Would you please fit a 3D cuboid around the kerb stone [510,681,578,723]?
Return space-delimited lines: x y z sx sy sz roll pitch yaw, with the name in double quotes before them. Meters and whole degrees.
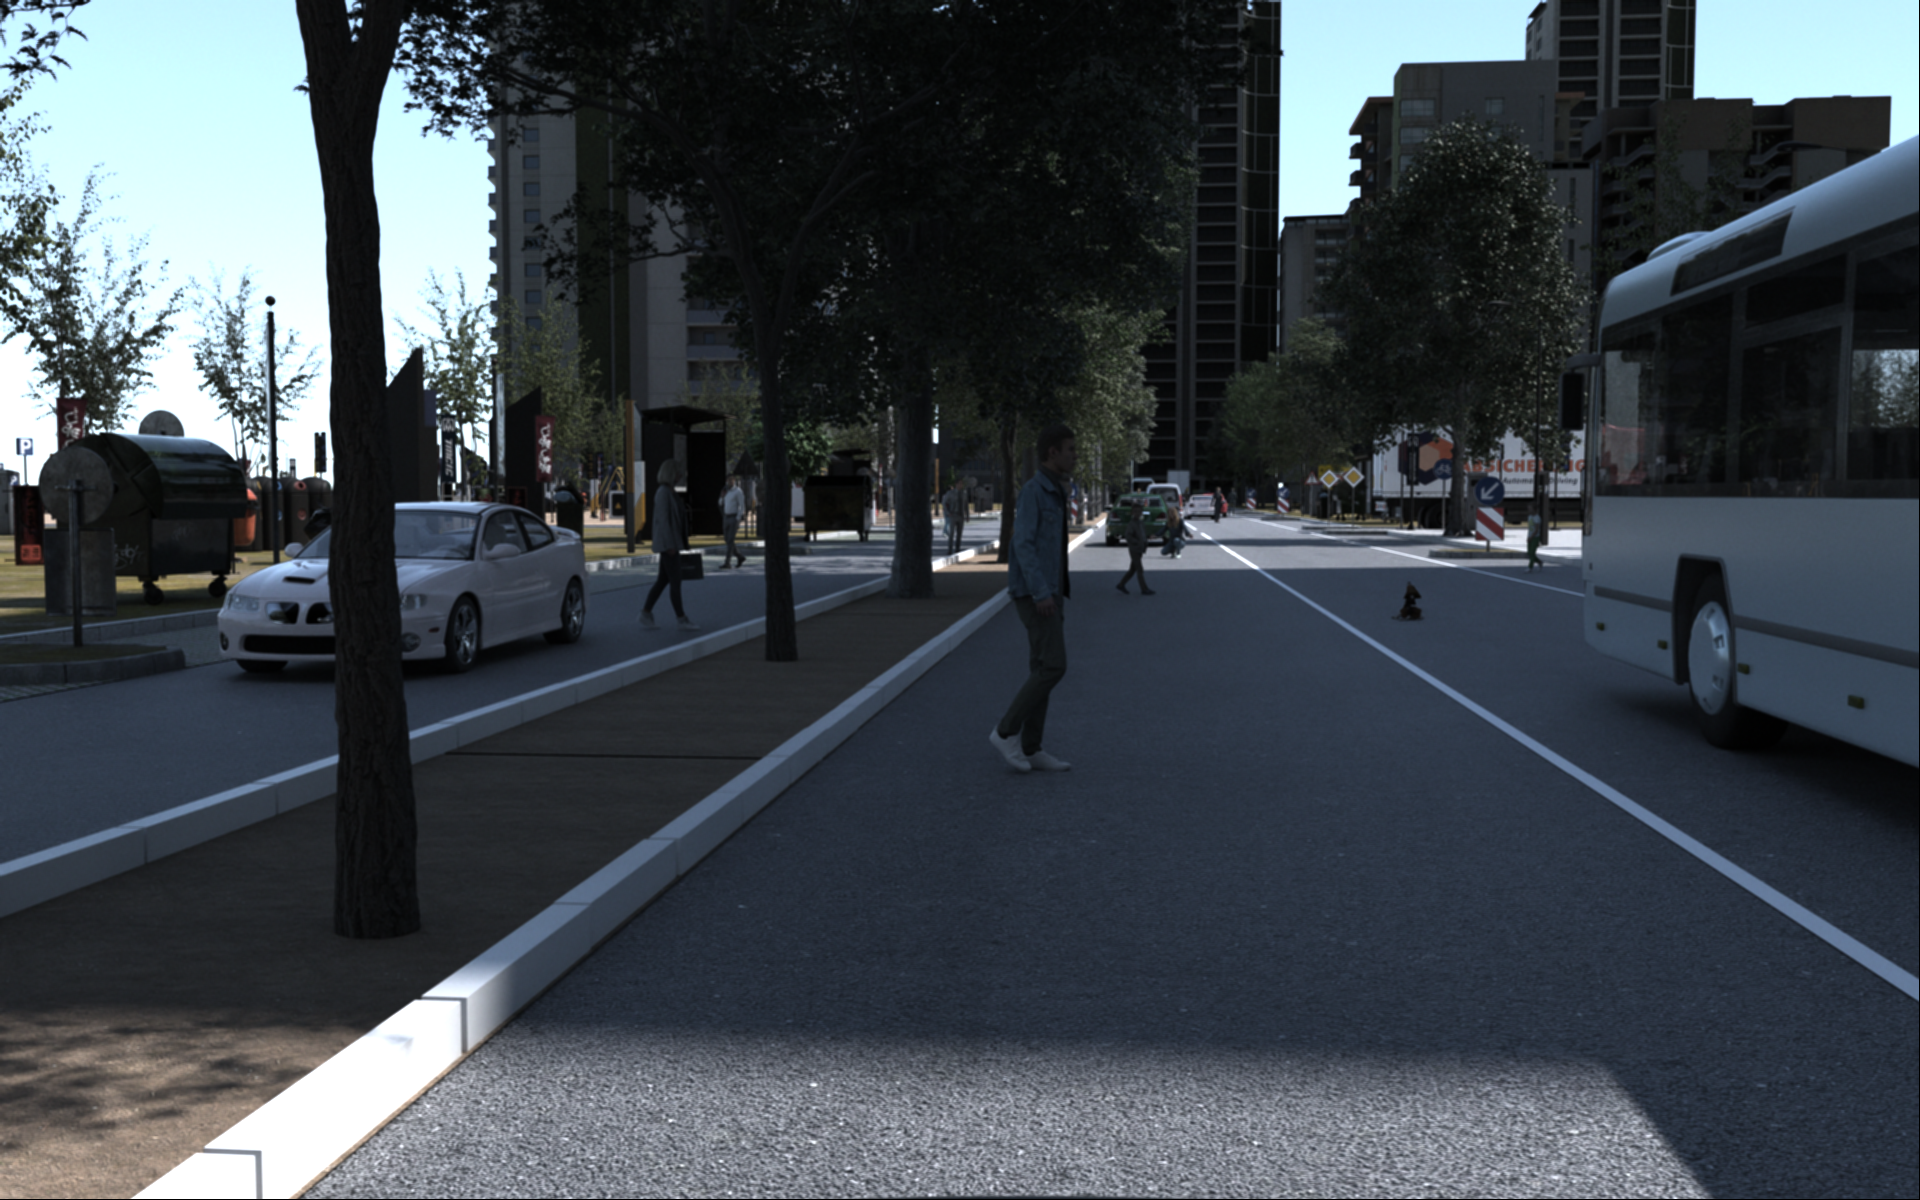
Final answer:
"kerb stone" -2.720 0.670 11.248 0.120 0.150 1.000 0 4 6

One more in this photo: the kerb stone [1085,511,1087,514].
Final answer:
"kerb stone" 9.831 -6.727 132.173 0.120 0.150 1.000 0 4 6

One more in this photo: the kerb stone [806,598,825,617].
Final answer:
"kerb stone" -1.769 0.108 20.428 0.120 0.150 1.000 0 4 6

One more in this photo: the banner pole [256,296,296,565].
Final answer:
"banner pole" -8.806 -1.966 22.154 0.401 3.779 0.863 -2 4 -28

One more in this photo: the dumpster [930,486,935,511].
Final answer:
"dumpster" -2.224 -5.643 94.751 1.502 2.255 1.985 0 4 6

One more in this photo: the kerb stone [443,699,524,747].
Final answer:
"kerb stone" -2.825 0.732 10.232 0.120 0.150 1.000 0 4 6

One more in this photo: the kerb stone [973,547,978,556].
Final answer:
"kerb stone" 0.244 -1.076 39.787 0.120 0.150 1.000 0 4 6

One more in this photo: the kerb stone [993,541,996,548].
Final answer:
"kerb stone" 0.766 -1.387 44.877 0.120 0.150 1.000 0 4 6

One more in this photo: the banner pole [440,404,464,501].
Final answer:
"banner pole" -13.971 -3.538 47.863 0.401 3.779 0.863 3 5 44

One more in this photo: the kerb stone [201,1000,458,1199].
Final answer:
"kerb stone" -1.374 1.120 3.896 0.120 0.150 1.000 0 4 6

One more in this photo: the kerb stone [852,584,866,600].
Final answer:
"kerb stone" -1.446 -0.079 23.487 0.120 0.150 1.000 0 4 6

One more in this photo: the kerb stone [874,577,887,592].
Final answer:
"kerb stone" -1.238 -0.204 25.524 0.120 0.150 1.000 0 4 6

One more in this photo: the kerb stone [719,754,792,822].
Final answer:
"kerb stone" -0.946 0.871 7.977 0.120 0.150 1.000 0 4 6

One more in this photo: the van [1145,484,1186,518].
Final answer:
"van" 8.332 -3.945 71.505 2.013 2.044 4.112 0 4 5

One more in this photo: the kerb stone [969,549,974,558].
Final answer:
"kerb stone" 0.147 -1.011 38.770 0.120 0.150 1.000 0 4 6

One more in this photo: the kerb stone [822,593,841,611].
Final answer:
"kerb stone" -1.656 0.046 21.448 0.120 0.150 1.000 0 4 6

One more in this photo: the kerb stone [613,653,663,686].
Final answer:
"kerb stone" -2.498 0.544 13.299 0.120 0.150 1.000 0 4 6

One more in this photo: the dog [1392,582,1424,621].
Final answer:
"dog" 5.113 0.015 19.947 0.748 0.427 0.550 -3 4 -37

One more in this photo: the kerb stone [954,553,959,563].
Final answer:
"kerb stone" -0.178 -0.825 35.721 0.120 0.150 1.000 0 4 6

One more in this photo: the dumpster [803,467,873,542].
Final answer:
"dumpster" -3.666 -2.872 51.912 1.985 2.255 1.502 0 4 7

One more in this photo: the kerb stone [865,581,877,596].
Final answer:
"kerb stone" -1.339 -0.138 24.508 0.120 0.150 1.000 0 4 6

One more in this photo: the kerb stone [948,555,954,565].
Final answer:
"kerb stone" -0.289 -0.765 34.705 0.120 0.150 1.000 0 4 6

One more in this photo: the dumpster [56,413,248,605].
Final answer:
"dumpster" -9.699 -1.113 20.688 1.502 2.255 1.985 0 4 6

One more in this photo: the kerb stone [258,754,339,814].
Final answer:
"kerb stone" -3.039 0.856 8.199 0.120 0.150 1.000 0 4 6

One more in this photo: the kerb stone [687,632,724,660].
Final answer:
"kerb stone" -2.288 0.420 15.336 0.120 0.150 1.000 0 4 6

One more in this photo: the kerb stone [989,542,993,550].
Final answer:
"kerb stone" 0.668 -1.325 43.860 0.120 0.150 1.000 0 4 6

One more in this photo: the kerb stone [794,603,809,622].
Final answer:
"kerb stone" -1.870 0.171 19.407 0.120 0.150 1.000 0 4 6

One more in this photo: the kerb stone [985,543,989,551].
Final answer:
"kerb stone" 0.560 -1.263 42.843 0.120 0.150 1.000 0 4 6

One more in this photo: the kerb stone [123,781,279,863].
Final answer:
"kerb stone" -3.143 0.920 7.181 0.120 0.150 1.000 0 4 6

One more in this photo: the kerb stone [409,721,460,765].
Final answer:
"kerb stone" -2.929 0.797 9.215 0.120 0.150 1.000 0 4 6

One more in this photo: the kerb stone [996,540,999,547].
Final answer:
"kerb stone" 0.874 -1.447 45.893 0.120 0.150 1.000 0 4 6

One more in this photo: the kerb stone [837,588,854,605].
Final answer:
"kerb stone" -1.555 -0.016 22.465 0.120 0.150 1.000 0 4 6

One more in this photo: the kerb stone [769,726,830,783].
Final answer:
"kerb stone" -0.839 0.807 8.993 0.120 0.150 1.000 0 4 6

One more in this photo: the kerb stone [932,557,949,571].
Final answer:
"kerb stone" -0.386 -0.703 33.688 0.120 0.150 1.000 0 4 6

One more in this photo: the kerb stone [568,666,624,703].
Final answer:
"kerb stone" -2.607 0.608 12.276 0.120 0.150 1.000 0 4 6

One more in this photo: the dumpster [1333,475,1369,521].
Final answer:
"dumpster" 18.741 -4.929 83.085 1.502 2.255 1.985 0 4 6

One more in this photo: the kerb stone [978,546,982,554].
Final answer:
"kerb stone" 0.354 -1.138 40.807 0.120 0.150 1.000 0 4 6

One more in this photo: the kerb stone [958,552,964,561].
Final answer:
"kerb stone" -0.069 -0.889 36.737 0.120 0.150 1.000 0 4 6

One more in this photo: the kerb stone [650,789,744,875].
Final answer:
"kerb stone" -1.050 0.932 6.961 0.120 0.150 1.000 0 4 6

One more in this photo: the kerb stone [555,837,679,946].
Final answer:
"kerb stone" -1.165 0.994 5.936 0.120 0.150 1.000 0 4 6

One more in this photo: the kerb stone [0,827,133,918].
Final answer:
"kerb stone" -3.246 0.981 6.164 0.120 0.150 1.000 0 4 6

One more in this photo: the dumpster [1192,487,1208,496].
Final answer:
"dumpster" 29.566 -12.746 213.342 1.985 2.255 1.502 0 4 6

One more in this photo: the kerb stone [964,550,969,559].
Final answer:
"kerb stone" 0.034 -0.952 37.754 0.120 0.150 1.000 0 4 6

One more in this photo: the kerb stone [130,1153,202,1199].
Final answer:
"kerb stone" -1.481 1.185 2.879 0.120 0.150 1.000 0 4 6

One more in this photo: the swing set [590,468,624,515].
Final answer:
"swing set" -20.102 -6.471 103.429 2.862 2.851 3.119 0 4 2

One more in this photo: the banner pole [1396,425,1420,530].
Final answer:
"banner pole" 16.148 -4.426 62.375 0.863 3.779 0.401 0 4 -6

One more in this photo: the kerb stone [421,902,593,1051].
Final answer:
"kerb stone" -1.265 1.057 4.919 0.120 0.150 1.000 0 4 6

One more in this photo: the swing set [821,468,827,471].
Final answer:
"swing set" -8.405 -6.606 105.620 2.862 2.851 3.119 0 4 3

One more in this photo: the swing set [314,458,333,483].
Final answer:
"swing set" -26.706 -4.803 76.152 3.119 2.851 2.862 -1 4 -17

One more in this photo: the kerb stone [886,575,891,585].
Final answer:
"kerb stone" -1.127 -0.267 26.554 0.120 0.150 1.000 0 4 6

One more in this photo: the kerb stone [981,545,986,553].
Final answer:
"kerb stone" 0.454 -1.201 41.826 0.120 0.150 1.000 0 4 6

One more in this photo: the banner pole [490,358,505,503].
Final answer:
"banner pole" -8.469 -2.556 31.812 0.401 3.779 0.863 -2 4 -30

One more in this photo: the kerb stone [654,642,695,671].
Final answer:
"kerb stone" -2.397 0.485 14.320 0.120 0.150 1.000 0 4 6

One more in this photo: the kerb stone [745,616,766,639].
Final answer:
"kerb stone" -2.081 0.295 17.369 0.120 0.150 1.000 0 4 6

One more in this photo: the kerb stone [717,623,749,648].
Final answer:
"kerb stone" -2.189 0.357 16.353 0.120 0.150 1.000 0 4 6
